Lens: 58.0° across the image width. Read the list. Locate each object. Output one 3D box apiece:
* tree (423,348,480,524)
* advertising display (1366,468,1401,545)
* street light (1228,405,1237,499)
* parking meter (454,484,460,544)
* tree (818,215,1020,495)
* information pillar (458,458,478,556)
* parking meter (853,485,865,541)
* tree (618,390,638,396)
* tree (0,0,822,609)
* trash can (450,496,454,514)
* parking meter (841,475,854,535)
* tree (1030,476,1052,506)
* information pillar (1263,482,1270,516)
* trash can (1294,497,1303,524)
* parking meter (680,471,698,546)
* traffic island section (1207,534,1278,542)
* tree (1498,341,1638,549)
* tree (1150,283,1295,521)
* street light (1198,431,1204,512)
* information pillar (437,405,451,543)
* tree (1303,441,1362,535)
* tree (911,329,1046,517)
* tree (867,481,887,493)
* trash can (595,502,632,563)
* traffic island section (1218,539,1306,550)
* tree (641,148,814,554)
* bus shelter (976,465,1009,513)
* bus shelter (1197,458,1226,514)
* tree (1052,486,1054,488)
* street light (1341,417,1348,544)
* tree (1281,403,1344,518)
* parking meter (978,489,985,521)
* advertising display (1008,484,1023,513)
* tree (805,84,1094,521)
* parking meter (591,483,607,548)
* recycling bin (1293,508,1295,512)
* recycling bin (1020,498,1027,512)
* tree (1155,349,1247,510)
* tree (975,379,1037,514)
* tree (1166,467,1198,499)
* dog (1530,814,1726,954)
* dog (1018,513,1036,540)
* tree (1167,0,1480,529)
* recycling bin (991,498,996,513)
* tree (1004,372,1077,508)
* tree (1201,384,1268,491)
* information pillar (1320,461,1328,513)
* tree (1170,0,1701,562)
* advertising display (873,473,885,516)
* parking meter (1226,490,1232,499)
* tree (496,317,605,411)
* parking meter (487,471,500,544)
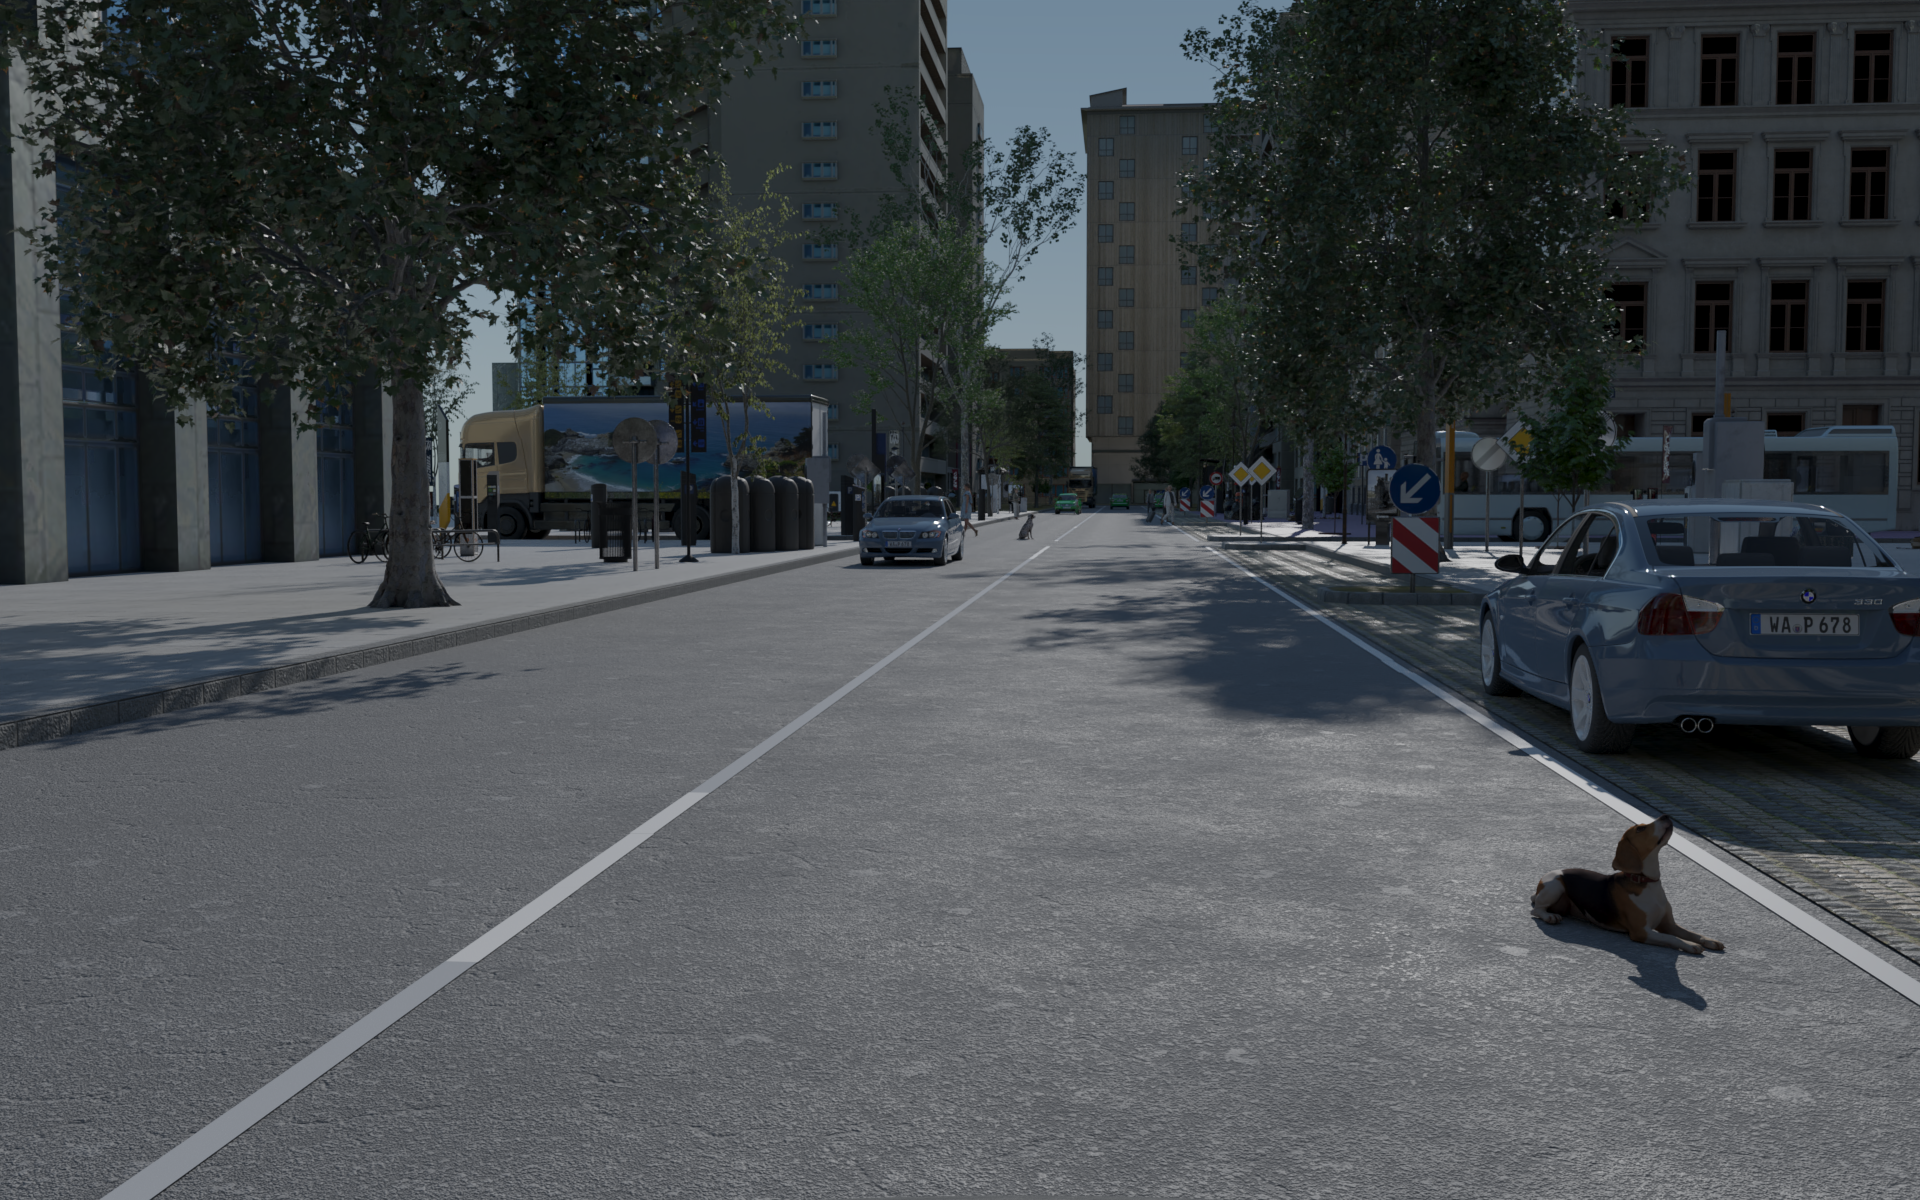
[{"bbox_3d":[-22.724,-7.556,73.904,4.360,8.622,3.978,0,3,0],"label":"tree"},{"bbox_3d":[10.658,-2.349,43.626,0.123,1.923,0.974,-3,5,-40],"label":"advertising display"},{"bbox_3d":[14.224,-7.178,90.153,0.468,5.910,1.993,0,4,5],"label":"street light"},{"bbox_3d":[-12.855,-2.218,44.669,0.372,1.533,0.369,0,3,0],"label":"parking meter"},{"bbox_3d":[-1.623,-8.529,65.206,9.928,11.665,9.643,0,3,0],"label":"tree"},{"bbox_3d":[-10.155,-1.913,35.775,0.304,2.012,0.304,0,4,0],"label":"information pillar"},{"bbox_3d":[-2.723,-2.365,47.076,0.372,1.533,0.369,0,3,0],"label":"parking meter"},{"bbox_3d":[-22.062,-9.920,112.560,4.737,8.622,4.395,0,3,0],"label":"tree"},{"bbox_3d":[-6.392,-6.277,19.639,9.611,12.733,9.660,0,3,0],"label":"tree"},{"bbox_3d":[-31.486,-5.883,107.833,0.748,1.137,0.748,0,3,0],"label":"trash can"},{"bbox_3d":[-3.489,-2.940,53.774,0.255,1.863,0.399,3,5,44],"label":"parking meter"},{"bbox_3d":[7.740,-10.718,169.846,1.663,3.219,1.824,0,3,0],"label":"tree"},{"bbox_3d":[18.264,-6.041,103.259,0.304,2.012,0.304,-1,4,-10],"label":"information pillar"},{"bbox_3d":[14.518,-3.775,73.374,0.748,1.137,0.748,0,3,0],"label":"trash can"},{"bbox_3d":[-6.728,-2.283,43.033,0.399,1.863,0.255,-1,4,-16],"label":"parking meter"},{"bbox_3d":[8.654,-1.898,53.319,2.009,0.180,2.903,0,4,5],"label":"traffic island section"},{"bbox_3d":[7.899,-1.675,21.982,1.663,3.219,1.824,0,3,0],"label":"tree"},{"bbox_3d":[14.002,-9.677,83.977,9.928,11.665,9.643,0,3,0],"label":"tree"},{"bbox_3d":[17.639,-9.453,127.344,0.468,5.910,1.993,0,4,5],"label":"street light"},{"bbox_3d":[-13.496,-3.298,45.272,0.183,3.616,0.504,-3,5,-43],"label":"information pillar"},{"bbox_3d":[11.957,-3.678,54.729,1.663,3.219,1.824,0,3,0],"label":"tree"},{"bbox_3d":[1.404,-9.978,97.546,7.601,10.594,8.767,2,4,26],"label":"tree"},{"bbox_3d":[-5.760,-7.523,117.597,1.663,3.219,1.824,0,3,0],"label":"tree"},{"bbox_3d":[-6.494,-1.283,32.631,0.748,1.137,0.748,0,3,0],"label":"trash can"},{"bbox_3d":[7.908,-1.412,45.369,2.009,0.180,2.903,0,4,5],"label":"traffic island section"},{"bbox_3d":[-4.918,-5.269,36.504,4.360,8.622,3.978,0,3,0],"label":"tree"},{"bbox_3d":[2.311,-7.830,121.941,2.014,3.302,5.546,0,4,5],"label":"bus shelter"},{"bbox_3d":[16.904,-7.651,116.383,1.731,3.624,6.357,0,4,6],"label":"bus shelter"},{"bbox_3d":[9.523,-12.134,192.985,1.663,3.219,1.824,0,3,0],"label":"tree"},{"bbox_3d":[9.864,-4.372,44.268,0.468,5.910,1.993,0,4,5],"label":"street light"},{"bbox_3d":[19.510,-8.768,93.719,4.737,8.622,4.395,0,3,0],"label":"tree"},{"bbox_3d":[1.044,-4.604,83.692,0.372,1.533,0.369,0,3,0],"label":"parking meter"},{"bbox_3d":[4.243,-7.598,129.433,0.974,1.923,0.123,-2,4,-28],"label":"advertising display"},{"bbox_3d":[-1.221,-13.845,82.252,12.611,20.169,13.585,0,3,0],"label":"tree"},{"bbox_3d":[-8.567,-2.000,41.113,0.372,1.533,0.369,0,3,0],"label":"parking meter"},{"bbox_3d":[24.465,-6.880,125.042,0.722,1.027,0.722,1,4,15],"label":"recycling bin"},{"bbox_3d":[4.232,-6.653,121.337,0.722,1.027,0.722,-1,4,-22],"label":"recycling bin"},{"bbox_3d":[18.946,-13.313,135.797,7.486,12.596,7.792,0,3,0],"label":"tree"},{"bbox_3d":[2.530,-9.739,109.600,4.737,8.622,4.395,0,3,0],"label":"tree"},{"bbox_3d":[21.813,-11.303,168.517,4.285,4.588,4.351,0,3,0],"label":"tree"},{"bbox_3d":[2.195,0.882,5.767,0.550,0.427,0.748,1,4,12],"label":"dog"},{"bbox_3d":[1.983,-2.320,54.769,0.800,0.831,0.513,0,4,4],"label":"dog"},{"bbox_3d":[13.756,-12.698,63.495,12.611,20.169,13.585,0,3,0],"label":"tree"},{"bbox_3d":[1.976,-6.357,116.491,0.722,1.027,0.722,-1,4,-21],"label":"recycling bin"},{"bbox_3d":[7.404,-14.851,160.935,7.486,12.596,7.792,0,3,0],"label":"tree"},{"bbox_3d":[17.160,-9.759,109.918,4.737,8.622,4.395,0,3,0],"label":"tree"},{"bbox_3d":[24.327,-7.606,115.708,0.504,3.616,0.183,2,4,35],"label":"information pillar"},{"bbox_3d":[8.861,-7.083,32.811,9.611,12.733,9.660,0,3,0],"label":"tree"},{"bbox_3d":[-2.518,-2.968,53.742,0.123,1.923,0.974,-1,4,-17],"label":"advertising display"},{"bbox_3d":[16.179,-5.862,104.261,0.372,1.533,0.369,0,3,0],"label":"parking meter"},{"bbox_3d":[-16.249,-7.213,68.293,4.737,8.622,4.395,0,3,0],"label":"tree"},{"bbox_3d":[-11.858,-2.344,44.028,0.255,1.863,0.399,0,4,-4],"label":"parking meter"}]
